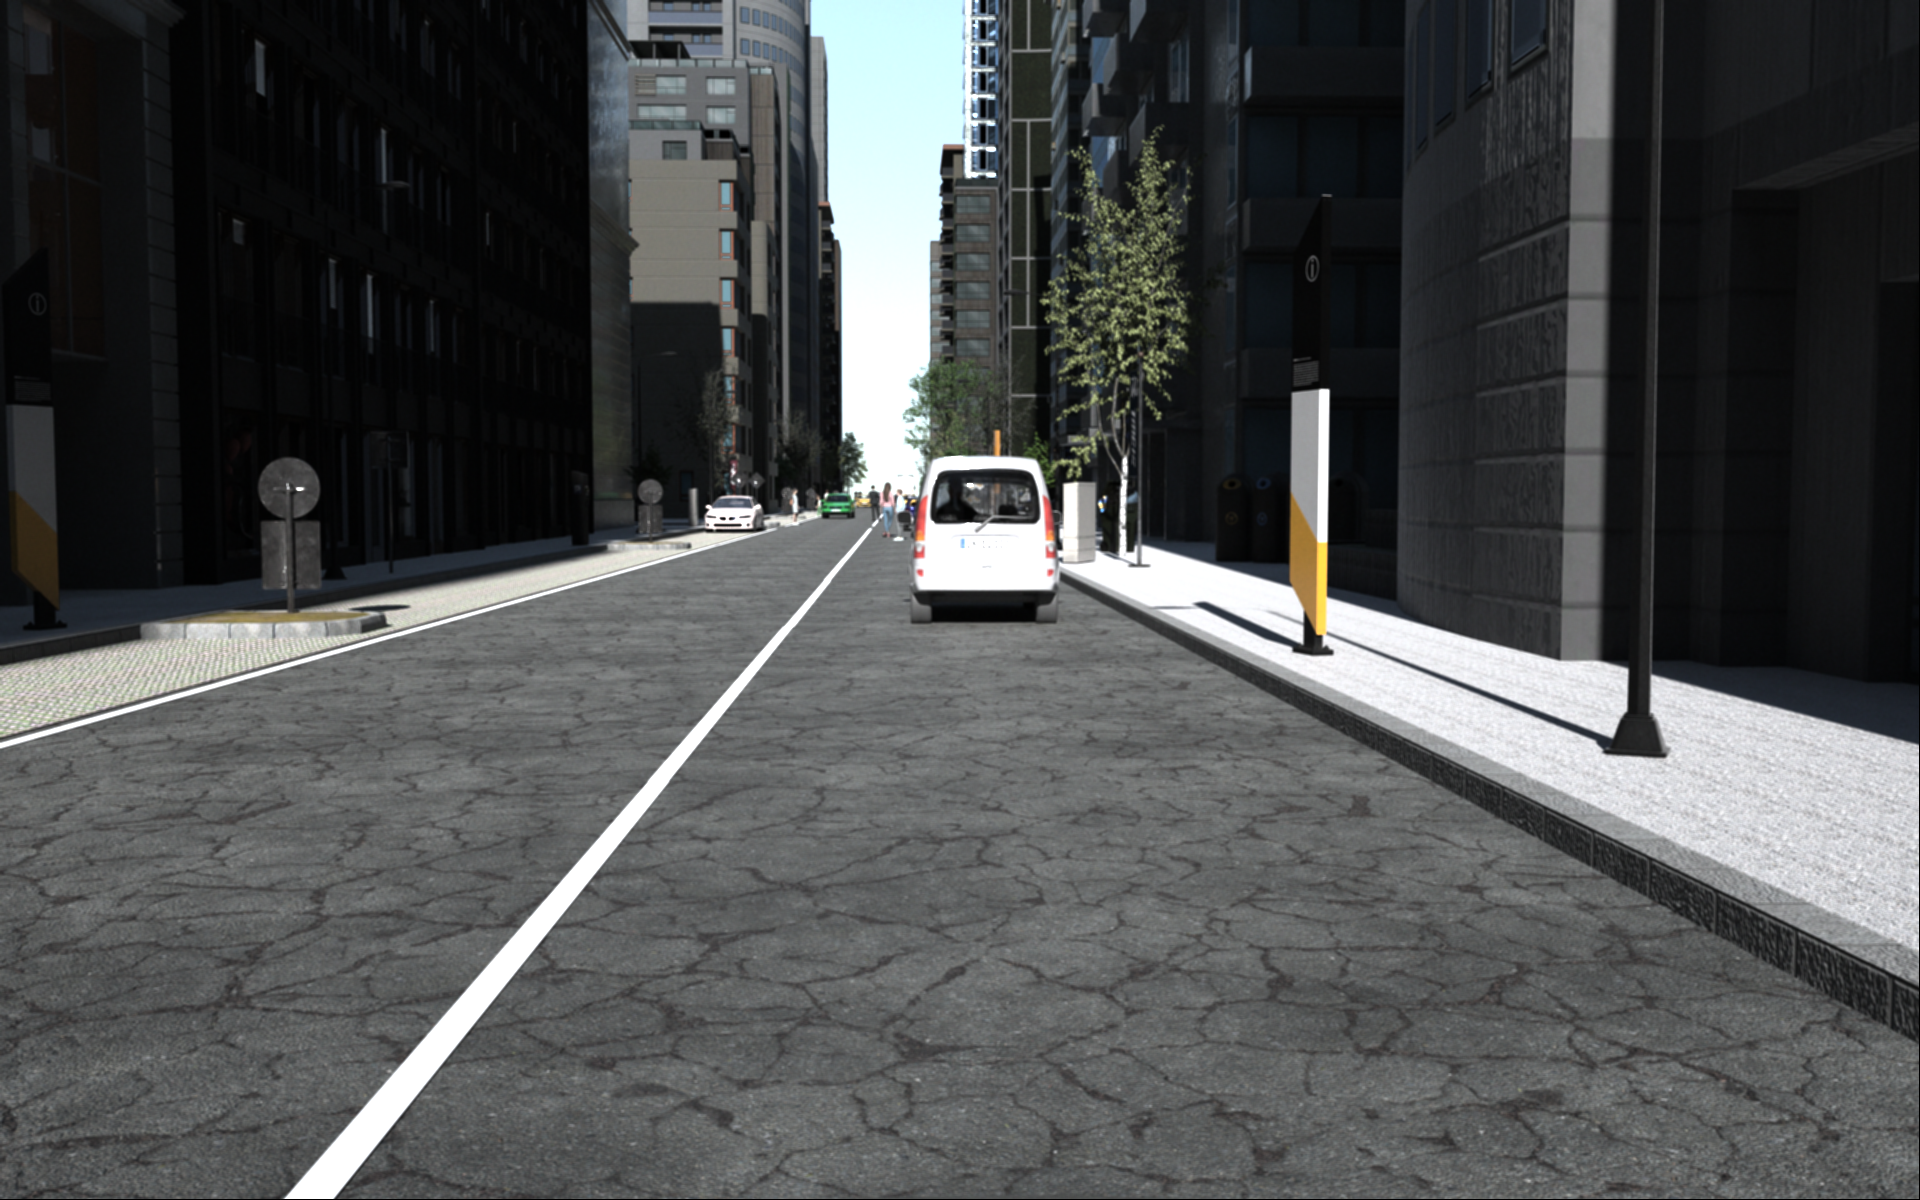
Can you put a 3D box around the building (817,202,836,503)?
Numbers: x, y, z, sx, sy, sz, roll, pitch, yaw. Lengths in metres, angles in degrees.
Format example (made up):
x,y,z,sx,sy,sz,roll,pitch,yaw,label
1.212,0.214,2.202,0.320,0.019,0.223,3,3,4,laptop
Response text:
x,y,z,sx,sy,sz,roll,pitch,yaw,label
-29.416,-36.516,251.663,22.147,44.769,28.867,0,4,-2,building

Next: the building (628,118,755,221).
x,y,z,sx,sy,sz,roll,pitch,yaw,label
-23.742,-22.343,137.011,14.160,30.474,14.107,0,4,-2,building

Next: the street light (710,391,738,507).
x,y,z,sx,sy,sz,roll,pitch,yaw,label
-10.657,-6.440,77.834,1.470,5.913,1.316,0,4,-2,street light

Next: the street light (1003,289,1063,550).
x,y,z,sx,sy,sz,roll,pitch,yaw,label
1.682,-4.096,39.505,1.470,5.913,1.316,0,4,-2,street light

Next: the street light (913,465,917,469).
x,y,z,sx,sy,sz,roll,pitch,yaw,label
-5.649,-16.977,250.115,1.470,5.913,1.316,0,4,-2,street light

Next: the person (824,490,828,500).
x,y,z,sx,sy,sz,roll,pitch,yaw,label
-9.499,-7.065,124.587,0.480,1.755,0.524,0,4,6,person

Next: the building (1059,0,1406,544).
x,y,z,sx,sy,sz,roll,pitch,yaw,label
15.724,-26.543,53.590,23.786,49.044,30.456,0,4,-2,building

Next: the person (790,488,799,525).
x,y,z,sx,sy,sz,roll,pitch,yaw,label
-7.683,-4.353,80.683,0.522,1.701,0.512,-1,4,-22,person

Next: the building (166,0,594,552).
x,y,z,sx,sy,sz,roll,pitch,yaw,label
-17.802,-13.332,47.656,12.332,23.373,15.834,0,4,-2,building

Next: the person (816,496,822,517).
x,y,z,sx,sy,sz,roll,pitch,yaw,label
-8.663,-5.771,107.112,0.590,1.304,0.306,-2,4,-27,person

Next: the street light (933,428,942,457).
x,y,z,sx,sy,sz,roll,pitch,yaw,label
-1.219,-9.153,122.192,1.470,5.913,1.316,0,4,-2,street light

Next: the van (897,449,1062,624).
x,y,z,sx,sy,sz,roll,pitch,yaw,label
0.242,-0.827,20.535,2.013,2.044,4.112,0,4,-1,van

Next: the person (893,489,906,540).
x,y,z,sx,sy,sz,roll,pitch,yaw,label
-1.861,-2.654,53.711,0.330,1.601,0.589,1,4,22,person

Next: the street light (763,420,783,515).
x,y,z,sx,sy,sz,roll,pitch,yaw,label
-11.739,-8.307,108.366,1.470,5.913,1.316,0,4,-2,street light

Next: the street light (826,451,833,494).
x,y,z,sx,sy,sz,roll,pitch,yaw,label
-14.408,-13.031,185.593,1.470,5.913,1.316,0,4,-2,street light

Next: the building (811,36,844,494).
x,y,z,sx,sy,sz,roll,pitch,yaw,label
-29.118,-51.239,276.001,20.563,71.187,20.611,0,4,-2,building

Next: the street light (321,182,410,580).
x,y,z,sx,sy,sz,roll,pitch,yaw,label
-8.869,-3.263,25.883,1.470,5.913,1.316,0,4,-2,street light

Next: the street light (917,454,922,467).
x,y,z,sx,sy,sz,roll,pitch,yaw,label
-3.885,-13.862,199.180,1.470,5.913,1.316,0,4,-2,street light

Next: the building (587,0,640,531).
x,y,z,sx,sy,sz,roll,pitch,yaw,label
-24.858,-16.193,62.013,25.104,27.353,12.463,0,4,-2,building

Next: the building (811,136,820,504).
x,y,z,sx,sy,sz,roll,pitch,yaw,label
-24.837,-34.619,216.139,14.600,45.320,14.200,0,4,-2,building

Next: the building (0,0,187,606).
x,y,z,sx,sy,sz,roll,pitch,yaw,label
-15.709,-14.123,8.412,11.434,29.767,29.804,0,4,-2,building

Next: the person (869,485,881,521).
x,y,z,sx,sy,sz,roll,pitch,yaw,label
-4.565,-5.183,92.611,0.648,1.900,0.474,0,4,-1,person

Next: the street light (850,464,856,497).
x,y,z,sx,sy,sz,roll,pitch,yaw,label
-17.287,-18.069,267.971,1.470,5.913,1.316,0,4,-2,street light

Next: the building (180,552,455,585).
x,y,z,sx,sy,sz,roll,pitch,yaw,label
-16.883,-12.335,31.356,12.332,23.373,15.834,0,4,-2,building

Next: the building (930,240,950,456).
x,y,z,sx,sy,sz,roll,pitch,yaw,label
2.102,-36.488,280.170,14.154,41.232,14.086,0,4,-2,building

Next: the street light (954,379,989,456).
x,y,z,sx,sy,sz,roll,pitch,yaw,label
0.609,-5.975,70.228,1.470,5.913,1.316,0,4,-2,street light

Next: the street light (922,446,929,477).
x,y,z,sx,sy,sz,roll,pitch,yaw,label
-2.716,-11.933,167.643,1.470,5.913,1.316,0,4,-2,street light

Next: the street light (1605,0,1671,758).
x,y,z,sx,sy,sz,roll,pitch,yaw,label
2.823,-2.193,8.400,1.470,5.913,1.316,0,4,-2,street light

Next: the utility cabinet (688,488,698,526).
x,y,z,sx,sy,sz,roll,pitch,yaw,label
-10.585,-3.668,68.644,0.318,1.500,1.173,0,4,-5,utility cabinet

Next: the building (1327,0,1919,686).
x,y,z,sx,sy,sz,roll,pitch,yaw,label
15.031,-28.862,13.886,21.231,58.520,28.212,0,4,-2,building

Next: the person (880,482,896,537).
x,y,z,sx,sy,sz,roll,pitch,yaw,label
-2.376,-2.995,57.470,0.555,1.821,0.388,0,4,3,person

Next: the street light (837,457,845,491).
x,y,z,sx,sy,sz,roll,pitch,yaw,label
-15.427,-14.901,216.177,1.470,5.913,1.316,0,4,-2,street light

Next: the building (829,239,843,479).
x,y,z,sx,sy,sz,roll,pitch,yaw,label
-27.152,-39.397,294.242,14.600,45.320,14.200,0,4,-2,building

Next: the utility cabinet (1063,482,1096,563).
x,y,z,sx,sy,sz,roll,pitch,yaw,label
2.228,-1.453,32.432,0.318,1.500,1.173,1,4,21,utility cabinet

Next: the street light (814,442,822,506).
x,y,z,sx,sy,sz,roll,pitch,yaw,label
-13.257,-11.120,154.347,1.470,5.913,1.316,0,4,-2,street light

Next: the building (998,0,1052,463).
x,y,z,sx,sy,sz,roll,pitch,yaw,label
11.718,-43.014,141.524,20.563,71.187,20.611,0,4,-2,building

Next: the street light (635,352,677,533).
x,y,z,sx,sy,sz,roll,pitch,yaw,label
-9.958,-5.154,56.809,1.470,5.913,1.316,0,4,-2,street light

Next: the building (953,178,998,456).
x,y,z,sx,sy,sz,roll,pitch,yaw,label
6.342,-23.819,161.138,14.160,30.474,14.107,0,4,-2,building

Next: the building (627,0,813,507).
x,y,z,sx,sy,sz,roll,pitch,yaw,label
-26.596,-39.009,179.794,21.231,58.520,28.212,0,4,-2,building

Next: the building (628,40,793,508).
x,y,z,sx,sy,sz,roll,pitch,yaw,label
-22.945,-29.097,159.326,14.154,41.232,14.086,0,4,-2,building

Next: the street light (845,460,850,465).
x,y,z,sx,sy,sz,roll,pitch,yaw,label
-16.191,-16.202,237.440,1.470,5.913,1.316,0,4,-2,street light

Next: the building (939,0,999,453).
x,y,z,sx,sy,sz,roll,pitch,yaw,label
9.247,-53.177,182.110,22.319,86.520,31.000,0,4,-2,building

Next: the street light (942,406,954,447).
x,y,z,sx,sy,sz,roll,pitch,yaw,label
-0.050,-7.286,91.664,1.470,5.913,1.316,0,4,-2,street light

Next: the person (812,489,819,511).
x,y,z,sx,sy,sz,roll,pitch,yaw,label
-11.387,-7.766,135.430,0.822,1.834,0.622,-1,4,-13,person

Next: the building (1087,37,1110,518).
x,y,z,sx,sy,sz,roll,pitch,yaw,label
14.137,-26.656,85.935,14.200,45.320,14.600,0,4,-2,building

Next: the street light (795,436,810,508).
x,y,z,sx,sy,sz,roll,pitch,yaw,label
-12.686,-10.175,138.902,1.470,5.913,1.316,0,4,-2,street light

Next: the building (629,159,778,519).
x,y,z,sx,sy,sz,roll,pitch,yaw,label
-25.853,-15.832,103.893,27.650,21.520,28.899,0,4,-2,building

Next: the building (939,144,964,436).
x,y,z,sx,sy,sz,roll,pitch,yaw,label
8.554,-34.216,214.051,22.147,44.769,28.867,0,4,-2,building

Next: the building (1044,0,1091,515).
x,y,z,sx,sy,sz,roll,pitch,yaw,label
18.526,-25.529,109.278,32.217,40.220,23.993,0,4,-2,building
